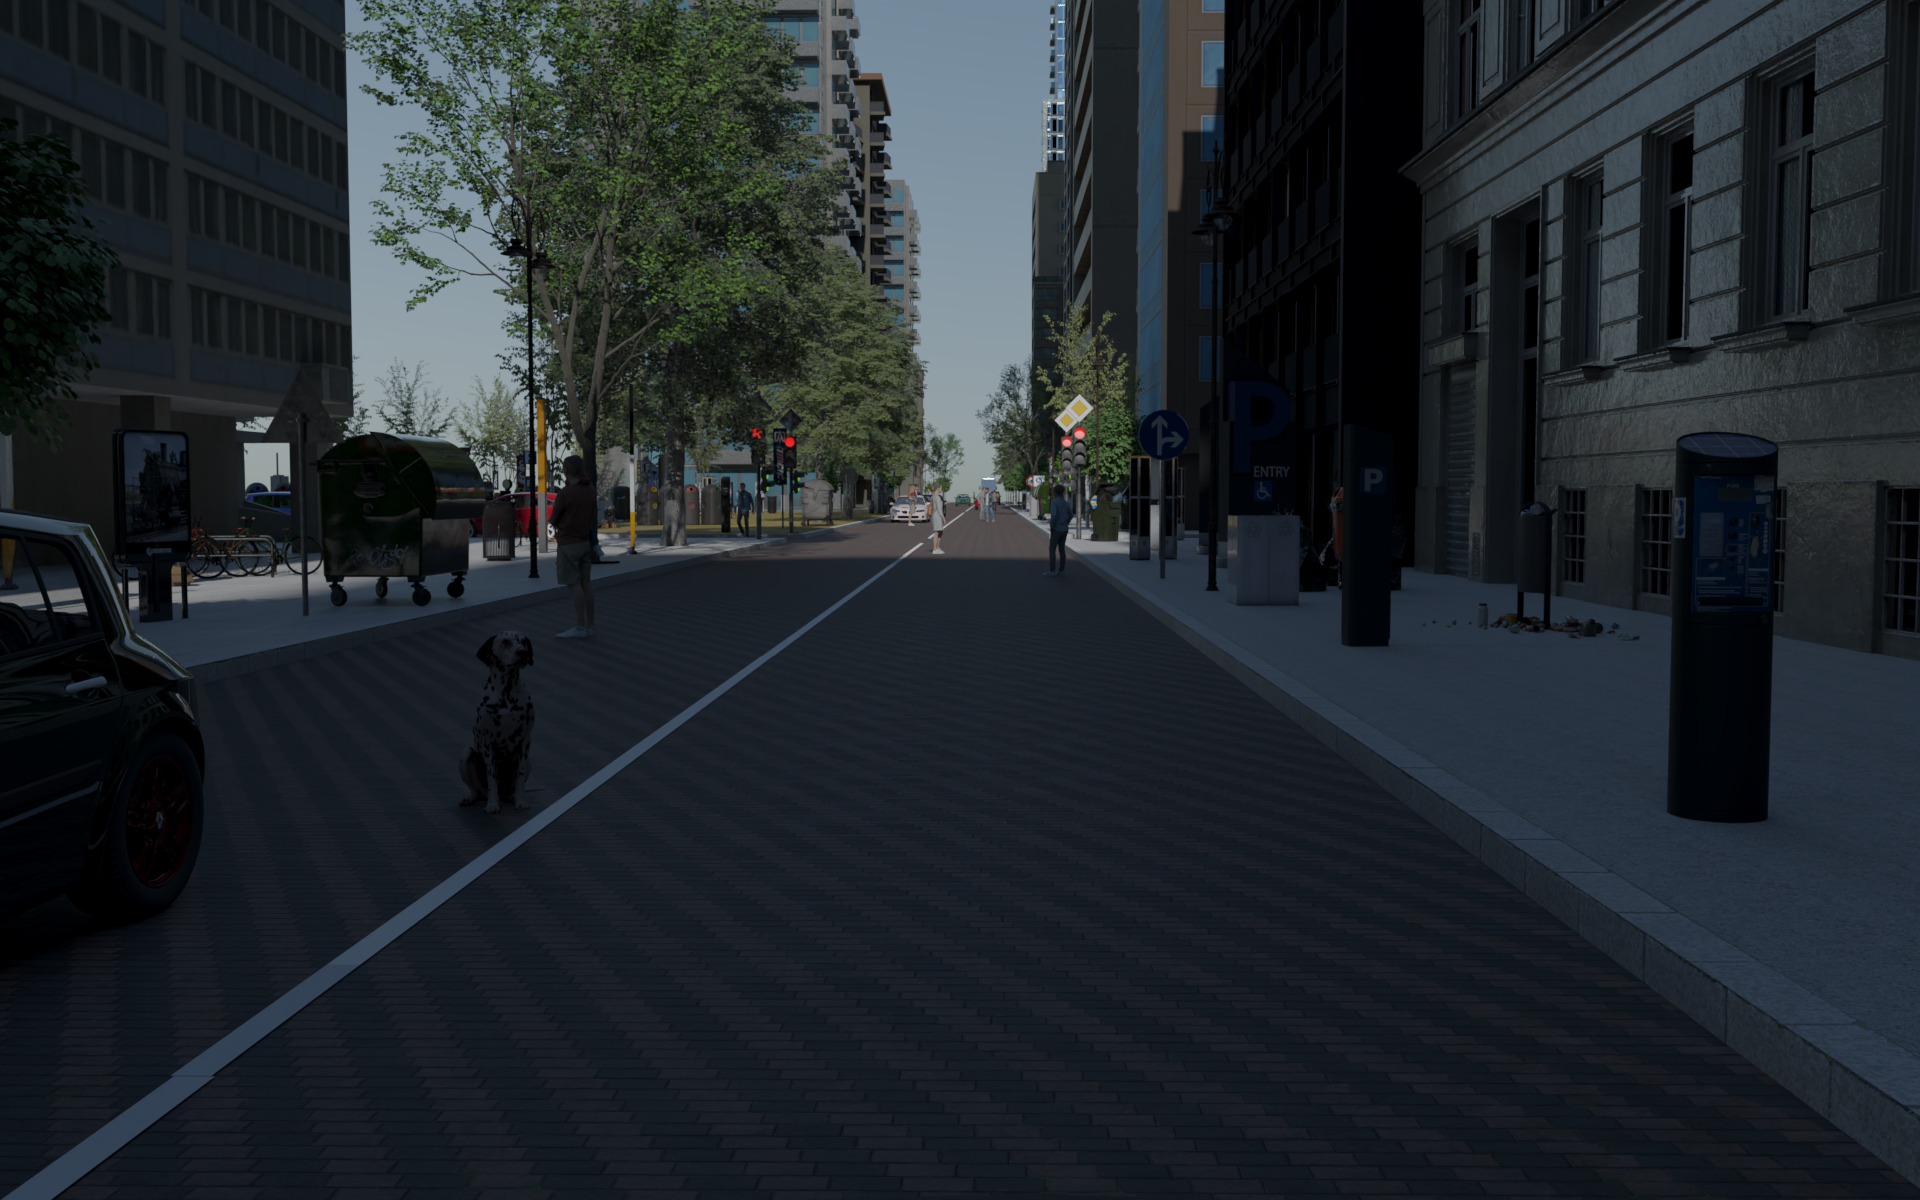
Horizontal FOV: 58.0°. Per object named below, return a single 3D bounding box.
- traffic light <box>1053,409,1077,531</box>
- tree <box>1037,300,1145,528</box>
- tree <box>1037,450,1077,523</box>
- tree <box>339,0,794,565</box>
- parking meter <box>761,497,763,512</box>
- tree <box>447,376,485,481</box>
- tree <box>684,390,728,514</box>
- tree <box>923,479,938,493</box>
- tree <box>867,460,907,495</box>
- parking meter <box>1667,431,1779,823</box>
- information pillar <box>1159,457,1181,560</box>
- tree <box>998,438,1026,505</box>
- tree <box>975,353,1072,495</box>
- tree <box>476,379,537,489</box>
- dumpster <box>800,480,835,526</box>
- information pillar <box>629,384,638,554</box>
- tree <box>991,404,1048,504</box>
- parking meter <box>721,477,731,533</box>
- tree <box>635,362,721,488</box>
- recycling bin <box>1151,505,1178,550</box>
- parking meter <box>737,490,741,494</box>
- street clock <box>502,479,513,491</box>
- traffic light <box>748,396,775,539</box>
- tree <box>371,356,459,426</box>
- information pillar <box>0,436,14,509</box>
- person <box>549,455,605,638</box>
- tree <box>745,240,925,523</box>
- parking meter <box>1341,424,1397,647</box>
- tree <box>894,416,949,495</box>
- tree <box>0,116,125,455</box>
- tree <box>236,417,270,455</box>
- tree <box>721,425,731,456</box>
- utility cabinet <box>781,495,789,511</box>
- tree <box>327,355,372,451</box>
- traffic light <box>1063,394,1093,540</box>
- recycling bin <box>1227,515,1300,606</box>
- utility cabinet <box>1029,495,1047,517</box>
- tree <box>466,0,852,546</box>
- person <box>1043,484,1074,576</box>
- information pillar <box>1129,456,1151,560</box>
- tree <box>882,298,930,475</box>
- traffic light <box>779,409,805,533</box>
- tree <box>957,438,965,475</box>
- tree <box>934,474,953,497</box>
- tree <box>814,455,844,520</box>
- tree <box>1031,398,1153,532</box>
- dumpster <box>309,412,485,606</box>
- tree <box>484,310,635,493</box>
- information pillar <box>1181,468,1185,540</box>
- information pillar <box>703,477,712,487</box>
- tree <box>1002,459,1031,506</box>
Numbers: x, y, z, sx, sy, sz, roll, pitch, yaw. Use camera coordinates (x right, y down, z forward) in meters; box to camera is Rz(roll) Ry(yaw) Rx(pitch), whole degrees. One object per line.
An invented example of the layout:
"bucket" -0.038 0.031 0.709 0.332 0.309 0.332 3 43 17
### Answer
"traffic light" 3.473 -4.151 56.784 0.839 4.253 0.868 0 4 1
"tree" 4.865 -7.036 65.393 4.737 8.622 4.395 0 3 0
"tree" 4.484 -5.018 76.645 1.663 3.219 1.824 0 3 0
"tree" -6.882 -6.461 31.386 9.928 11.665 9.643 0 3 0
"parking meter" -14.537 -7.346 125.820 0.255 1.863 0.399 2 4 30
"tree" -28.347 -9.400 104.056 4.737 8.622 4.395 0 3 0
"tree" -16.993 -9.959 113.194 4.360 8.622 3.978 0 3 0
"tree" -3.970 -14.209 226.913 1.663 3.219 1.824 0 3 0
"tree" -5.901 -9.481 138.731 4.285 4.588 4.351 0 3 0
"parking meter" 3.029 0.093 6.883 0.372 1.533 0.369 0 3 0
"information pillar" 4.089 -1.804 33.988 0.304 2.012 0.304 1 4 21
"tree" 6.472 -15.540 204.447 4.360 8.622 3.978 0 3 0
"tree" 4.990 -10.991 114.114 8.767 10.594 7.601 0 4 8
"tree" -28.951 -9.828 111.046 4.360 8.622 3.978 0 3 0
"dumpster" -5.739 -3.904 69.583 1.264 1.857 1.865 0 4 1
"information pillar" -6.998 -2.791 36.980 0.183 3.616 0.504 -1 4 -9
"tree" 7.366 -18.270 216.842 7.486 12.596 7.792 0 3 0
"parking meter" -7.790 -3.173 57.596 0.255 1.863 0.399 0 4 3
"tree" -16.174 -8.699 92.593 4.737 8.622 4.395 0 3 0
"recycling bin" 4.560 -1.667 39.816 0.722 1.027 0.722 2 4 28
"parking meter" -14.329 -6.396 112.986 0.372 1.533 0.369 0 3 0
"street clock" -22.102 -4.896 84.619 0.471 2.002 0.358 2 4 25
"traffic light" -5.674 -3.671 48.938 0.839 4.253 0.868 0 4 1
"tree" -29.470 -8.746 93.357 4.360 8.622 3.978 0 3 0
"information pillar" -12.807 -1.950 23.240 0.183 3.616 0.504 -1 4 -20
"person" -3.852 -0.546 17.396 0.573 1.828 0.580 -2 4 -25
"tree" -5.892 -9.747 77.486 7.486 12.596 7.792 0 3 0
"parking meter" 3.452 -0.545 14.628 0.399 1.863 0.255 0 4 -6
"tree" -4.703 -16.160 198.631 7.601 10.594 8.767 0 4 5
"tree" -7.921 -1.784 12.882 4.285 4.588 4.351 0 3 0
"tree" -29.228 -7.191 67.929 4.360 8.622 3.978 0 3 0
"tree" -18.139 -10.408 120.525 4.737 8.622 4.395 0 3 0
"utility cabinet" -12.881 -7.143 127.947 0.306 1.237 1.020 1 4 20
"tree" -31.195 -8.319 86.382 4.737 8.622 4.395 0 3 0
"traffic light" 3.336 -3.662 48.800 0.839 4.253 0.868 0 4 1
"recycling bin" 3.538 -0.469 20.224 0.722 1.027 0.722 0 4 -1
"utility cabinet" 4.469 -5.357 98.750 1.020 1.237 0.306 -1 4 -21
"tree" -7.100 -8.316 42.614 9.857 13.997 8.962 0 3 0
"person" 1.732 -1.229 30.397 0.589 1.601 0.330 -3 4 -37
"information pillar" 3.493 -1.779 33.575 0.304 2.012 0.304 -2 4 -31
"tree" -6.443 -11.729 98.420 9.857 13.997 8.962 0 3 0
"traffic light" -5.538 -4.159 56.921 0.839 4.253 0.868 0 4 1
"tree" -2.643 -22.120 287.422 9.928 11.665 9.643 0 3 0
"tree" -2.687 -18.020 278.335 4.285 4.588 4.351 0 3 0
"tree" -6.489 -5.628 86.620 1.663 3.219 1.824 0 3 0
"tree" 5.251 -4.632 59.441 4.285 4.588 4.351 0 3 0
"dumpster" -6.641 -1.102 20.510 1.502 2.255 1.985 0 4 1
"tree" -14.068 -6.743 60.610 4.737 8.622 4.395 0 3 0
"information pillar" 6.059 -2.666 48.088 0.304 2.012 0.304 1 4 22
"information pillar" -11.186 -4.420 76.756 0.304 2.012 0.304 3 4 38
"tree" 5.846 -9.725 142.711 4.285 4.588 4.351 0 3 0
